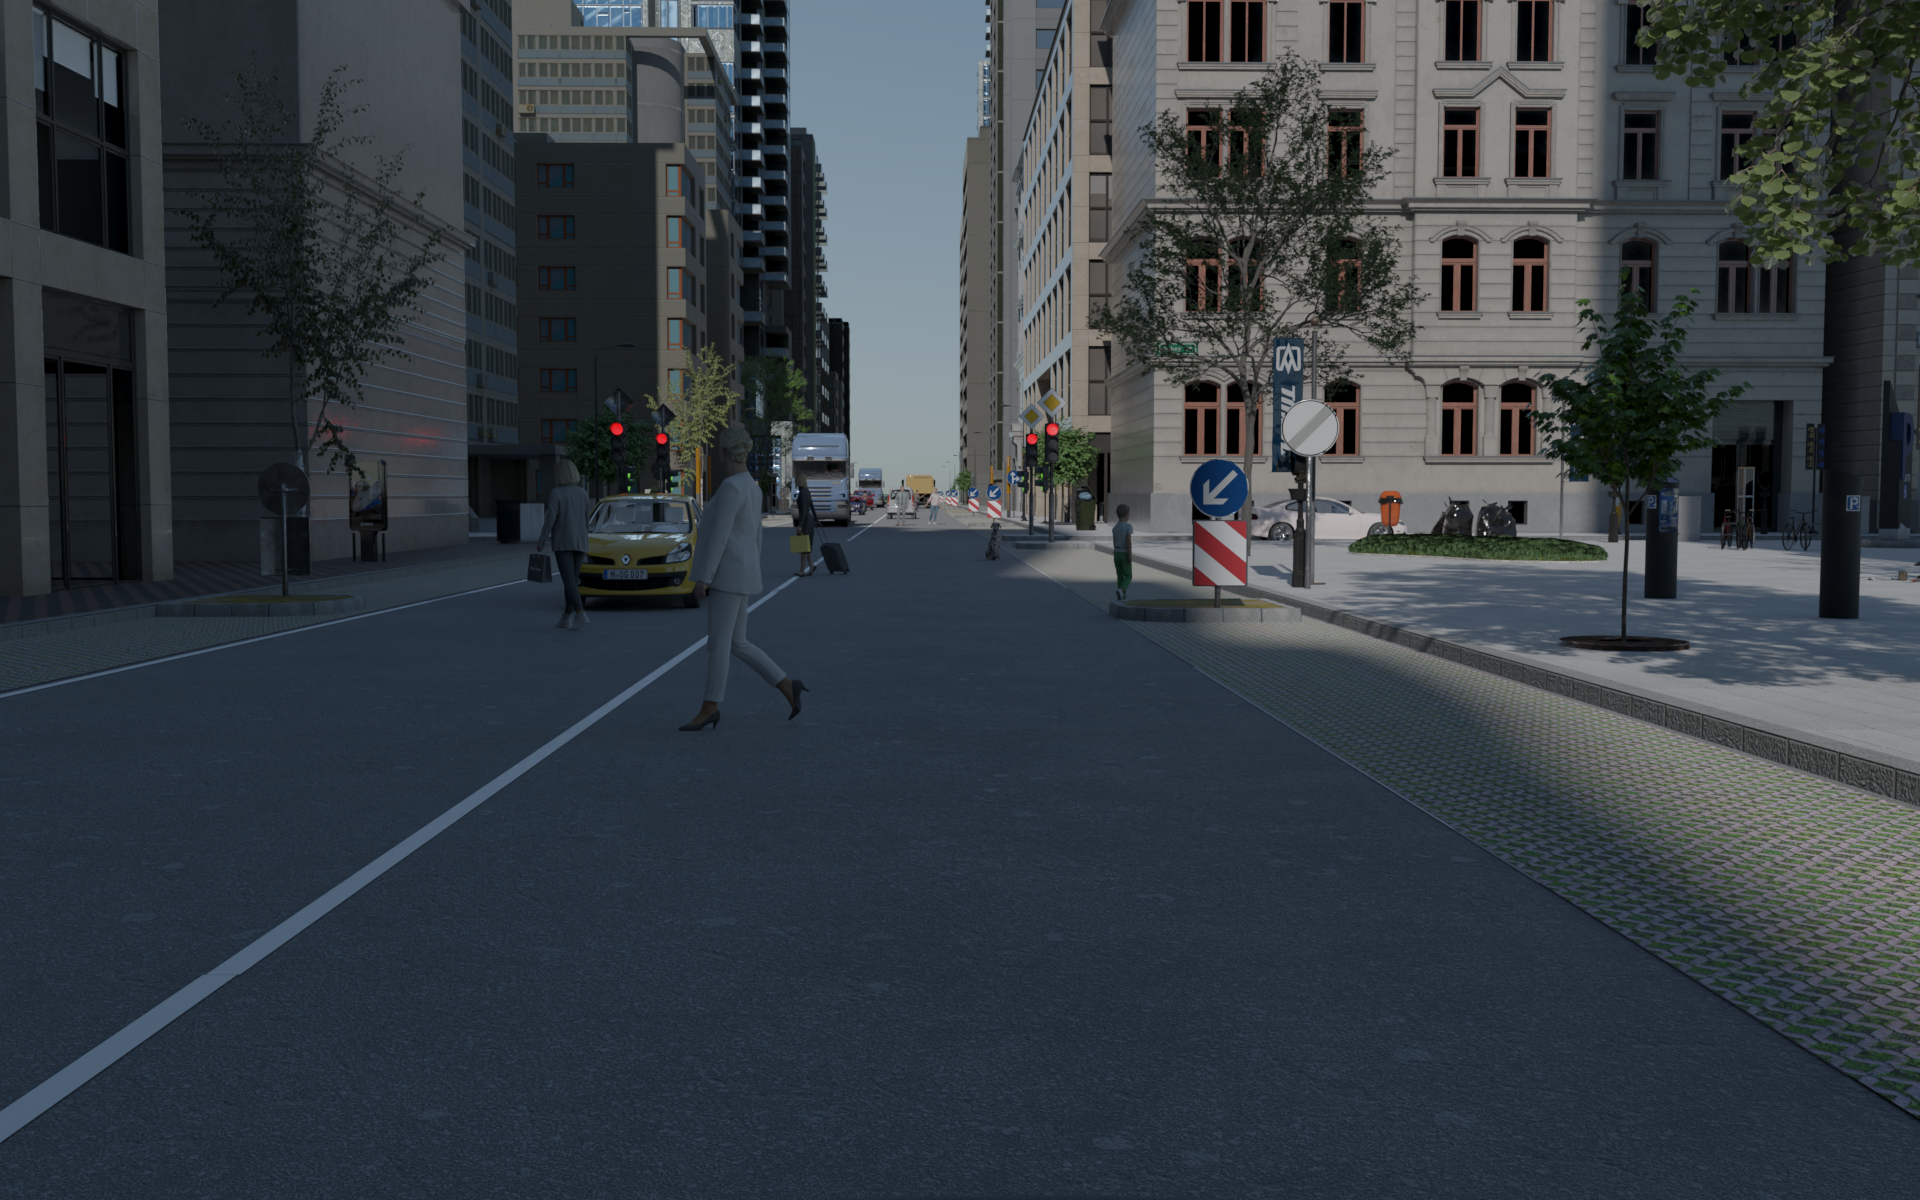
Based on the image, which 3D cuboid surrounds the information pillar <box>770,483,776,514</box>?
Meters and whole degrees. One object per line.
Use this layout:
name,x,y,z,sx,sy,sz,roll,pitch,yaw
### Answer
information pillar,-12.299,-6.691,113.894,0.304,2.012,0.304,-2,4,-31

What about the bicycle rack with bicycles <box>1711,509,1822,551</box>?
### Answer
bicycle rack with bicycles,18.597,-1.629,40.009,2.852,0.926,2.925,3,4,38

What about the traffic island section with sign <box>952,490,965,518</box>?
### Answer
traffic island section with sign,0.675,-5.786,103.230,1.989,1.847,2.006,0,4,-1

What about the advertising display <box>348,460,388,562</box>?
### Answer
advertising display,-11.215,-1.689,32.824,0.974,1.923,0.123,2,4,32

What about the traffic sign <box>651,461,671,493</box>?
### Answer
traffic sign,-11.139,-3.937,64.480,0.768,2.556,0.104,0,4,3

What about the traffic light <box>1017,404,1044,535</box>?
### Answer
traffic light,2.204,-3.973,53.878,0.839,4.253,0.868,0,4,-1

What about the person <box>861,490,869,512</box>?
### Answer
person,-7.709,-7.968,139.488,0.721,1.736,1.217,2,4,31

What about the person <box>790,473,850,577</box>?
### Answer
person,-2.484,-1.324,30.364,0.699,1.804,1.509,3,5,40

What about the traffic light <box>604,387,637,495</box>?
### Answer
traffic light,-8.950,-3.466,45.592,0.839,4.253,0.868,0,4,-1

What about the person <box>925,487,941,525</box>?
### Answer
person,-1.306,-4.418,81.411,0.731,1.740,0.598,-2,4,-26

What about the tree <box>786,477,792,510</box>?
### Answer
tree,-13.613,-9.015,142.004,1.663,3.219,1.824,0,3,0

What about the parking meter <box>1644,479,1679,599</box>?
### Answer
parking meter,8.629,-0.788,21.295,0.372,1.533,0.369,0,3,0

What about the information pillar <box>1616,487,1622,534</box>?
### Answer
information pillar,20.992,-3.901,55.136,0.183,3.616,0.504,2,4,32

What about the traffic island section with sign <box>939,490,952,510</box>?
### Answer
traffic island section with sign,-0.626,-8.892,154.008,1.989,1.847,2.006,0,4,-1

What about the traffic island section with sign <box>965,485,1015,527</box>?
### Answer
traffic island section with sign,1.356,-4.129,76.131,1.989,1.847,2.006,0,4,-1

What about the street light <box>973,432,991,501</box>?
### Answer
street light,1.730,-9.572,129.036,1.470,5.913,1.316,0,4,-1

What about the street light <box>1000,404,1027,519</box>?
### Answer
street light,2.754,-7.175,89.859,1.470,5.913,1.316,0,4,-1

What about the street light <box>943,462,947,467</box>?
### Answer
street light,-1.272,-16.886,248.631,1.470,5.913,1.316,0,4,-1

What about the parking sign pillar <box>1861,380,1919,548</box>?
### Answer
parking sign pillar,22.471,-3.246,41.544,1.447,3.967,1.447,3,5,40

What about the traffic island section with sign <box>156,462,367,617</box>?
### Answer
traffic island section with sign,-8.367,-0.759,21.033,1.989,1.847,2.006,0,4,-1

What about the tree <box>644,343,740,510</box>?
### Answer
tree,-12.715,-8.136,83.390,4.737,8.622,4.395,0,3,0

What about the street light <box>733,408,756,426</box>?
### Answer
street light,-11.643,-7.382,93.238,1.470,5.913,1.316,0,4,-1

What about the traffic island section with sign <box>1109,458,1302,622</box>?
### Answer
traffic island section with sign,2.776,-0.704,20.143,1.989,1.847,2.006,0,4,-1

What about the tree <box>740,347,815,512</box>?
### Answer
tree,-14.088,-12.116,123.852,9.928,11.665,9.643,0,3,0

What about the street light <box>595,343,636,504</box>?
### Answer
street light,-10.688,-4.953,53.518,1.470,5.913,1.316,0,4,-1

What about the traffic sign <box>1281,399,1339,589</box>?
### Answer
traffic sign,4.709,-1.423,23.375,0.768,2.556,0.104,0,4,7

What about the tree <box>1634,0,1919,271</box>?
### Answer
tree,6.569,-5.437,7.023,7.486,12.596,7.792,0,3,0

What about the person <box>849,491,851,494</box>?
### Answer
person,-12.671,-11.681,199.452,1.348,1.831,0.705,1,4,21

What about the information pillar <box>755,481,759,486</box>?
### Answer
information pillar,-11.885,-5.879,100.617,0.304,2.012,0.304,1,4,11

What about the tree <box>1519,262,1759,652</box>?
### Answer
tree,5.596,-1.226,14.644,1.663,3.219,1.824,0,3,0

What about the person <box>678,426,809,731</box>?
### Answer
person,-1.318,-0.134,10.562,0.818,1.842,0.514,-1,4,-13

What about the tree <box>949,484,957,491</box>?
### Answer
tree,-0.910,-17.054,273.426,1.663,3.219,1.824,0,3,0

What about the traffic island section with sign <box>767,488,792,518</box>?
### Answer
traffic island section with sign,-10.468,-5.806,103.552,1.989,1.847,2.006,0,4,-1

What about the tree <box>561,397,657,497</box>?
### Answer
tree,-11.777,-4.576,58.527,4.285,4.588,4.351,0,3,0

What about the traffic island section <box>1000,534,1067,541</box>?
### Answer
traffic island section,2.245,-1.940,53.992,2.009,0.180,2.903,0,4,-1

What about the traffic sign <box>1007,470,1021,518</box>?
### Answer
traffic sign,2.910,-5.709,93.453,0.768,2.556,0.104,0,4,-1

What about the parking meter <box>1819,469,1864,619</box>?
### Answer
parking meter,9.105,-0.580,17.901,0.372,1.533,0.369,0,3,0

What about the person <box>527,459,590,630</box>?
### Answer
person,-4.193,-0.588,18.305,0.728,1.800,0.709,3,5,44

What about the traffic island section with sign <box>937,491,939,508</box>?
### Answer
traffic island section with sign,-1.309,-10.540,180.955,1.989,1.847,2.006,0,4,-1

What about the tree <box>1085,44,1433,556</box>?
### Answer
tree,6.199,-6.182,35.494,7.601,10.594,8.767,-1,4,-17

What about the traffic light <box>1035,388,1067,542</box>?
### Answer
traffic light,2.407,-3.485,45.895,0.839,4.253,0.868,0,4,-1

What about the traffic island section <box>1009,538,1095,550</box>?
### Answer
traffic island section,2.447,-1.451,46.010,2.009,0.180,2.903,0,4,-1

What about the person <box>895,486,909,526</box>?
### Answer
person,-2.632,-4.263,78.304,0.635,1.810,0.391,0,4,-2

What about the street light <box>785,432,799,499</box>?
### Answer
street light,-12.540,-9.628,129.961,1.470,5.913,1.316,0,4,-1

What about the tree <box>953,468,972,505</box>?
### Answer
tree,0.730,-13.983,212.335,4.285,4.588,4.351,0,3,0

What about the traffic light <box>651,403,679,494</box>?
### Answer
traffic light,-9.153,-3.954,53.574,0.839,4.253,0.868,0,4,-1

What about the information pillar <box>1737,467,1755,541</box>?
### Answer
information pillar,21.360,-2.606,47.099,0.304,2.012,0.304,-1,4,-10

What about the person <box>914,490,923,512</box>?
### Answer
person,-3.377,-8.143,142.174,0.750,1.759,0.617,-1,4,-21

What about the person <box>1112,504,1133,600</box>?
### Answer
person,2.094,-0.588,22.368,0.306,1.304,0.590,1,4,20

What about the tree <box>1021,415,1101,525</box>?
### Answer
tree,4.163,-5.384,71.749,4.285,4.588,4.351,0,3,0

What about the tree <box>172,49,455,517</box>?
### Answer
tree,-11.118,-4.851,29.671,4.360,8.622,3.978,0,3,0

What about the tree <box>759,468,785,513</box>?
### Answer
tree,-13.408,-7.575,118.450,1.663,3.219,1.824,0,3,0

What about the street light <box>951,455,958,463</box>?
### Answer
street light,-0.116,-14.253,205.571,1.470,5.913,1.316,0,4,-1

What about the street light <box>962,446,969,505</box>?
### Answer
street light,0.898,-11.831,165.982,1.470,5.913,1.316,0,4,-1
